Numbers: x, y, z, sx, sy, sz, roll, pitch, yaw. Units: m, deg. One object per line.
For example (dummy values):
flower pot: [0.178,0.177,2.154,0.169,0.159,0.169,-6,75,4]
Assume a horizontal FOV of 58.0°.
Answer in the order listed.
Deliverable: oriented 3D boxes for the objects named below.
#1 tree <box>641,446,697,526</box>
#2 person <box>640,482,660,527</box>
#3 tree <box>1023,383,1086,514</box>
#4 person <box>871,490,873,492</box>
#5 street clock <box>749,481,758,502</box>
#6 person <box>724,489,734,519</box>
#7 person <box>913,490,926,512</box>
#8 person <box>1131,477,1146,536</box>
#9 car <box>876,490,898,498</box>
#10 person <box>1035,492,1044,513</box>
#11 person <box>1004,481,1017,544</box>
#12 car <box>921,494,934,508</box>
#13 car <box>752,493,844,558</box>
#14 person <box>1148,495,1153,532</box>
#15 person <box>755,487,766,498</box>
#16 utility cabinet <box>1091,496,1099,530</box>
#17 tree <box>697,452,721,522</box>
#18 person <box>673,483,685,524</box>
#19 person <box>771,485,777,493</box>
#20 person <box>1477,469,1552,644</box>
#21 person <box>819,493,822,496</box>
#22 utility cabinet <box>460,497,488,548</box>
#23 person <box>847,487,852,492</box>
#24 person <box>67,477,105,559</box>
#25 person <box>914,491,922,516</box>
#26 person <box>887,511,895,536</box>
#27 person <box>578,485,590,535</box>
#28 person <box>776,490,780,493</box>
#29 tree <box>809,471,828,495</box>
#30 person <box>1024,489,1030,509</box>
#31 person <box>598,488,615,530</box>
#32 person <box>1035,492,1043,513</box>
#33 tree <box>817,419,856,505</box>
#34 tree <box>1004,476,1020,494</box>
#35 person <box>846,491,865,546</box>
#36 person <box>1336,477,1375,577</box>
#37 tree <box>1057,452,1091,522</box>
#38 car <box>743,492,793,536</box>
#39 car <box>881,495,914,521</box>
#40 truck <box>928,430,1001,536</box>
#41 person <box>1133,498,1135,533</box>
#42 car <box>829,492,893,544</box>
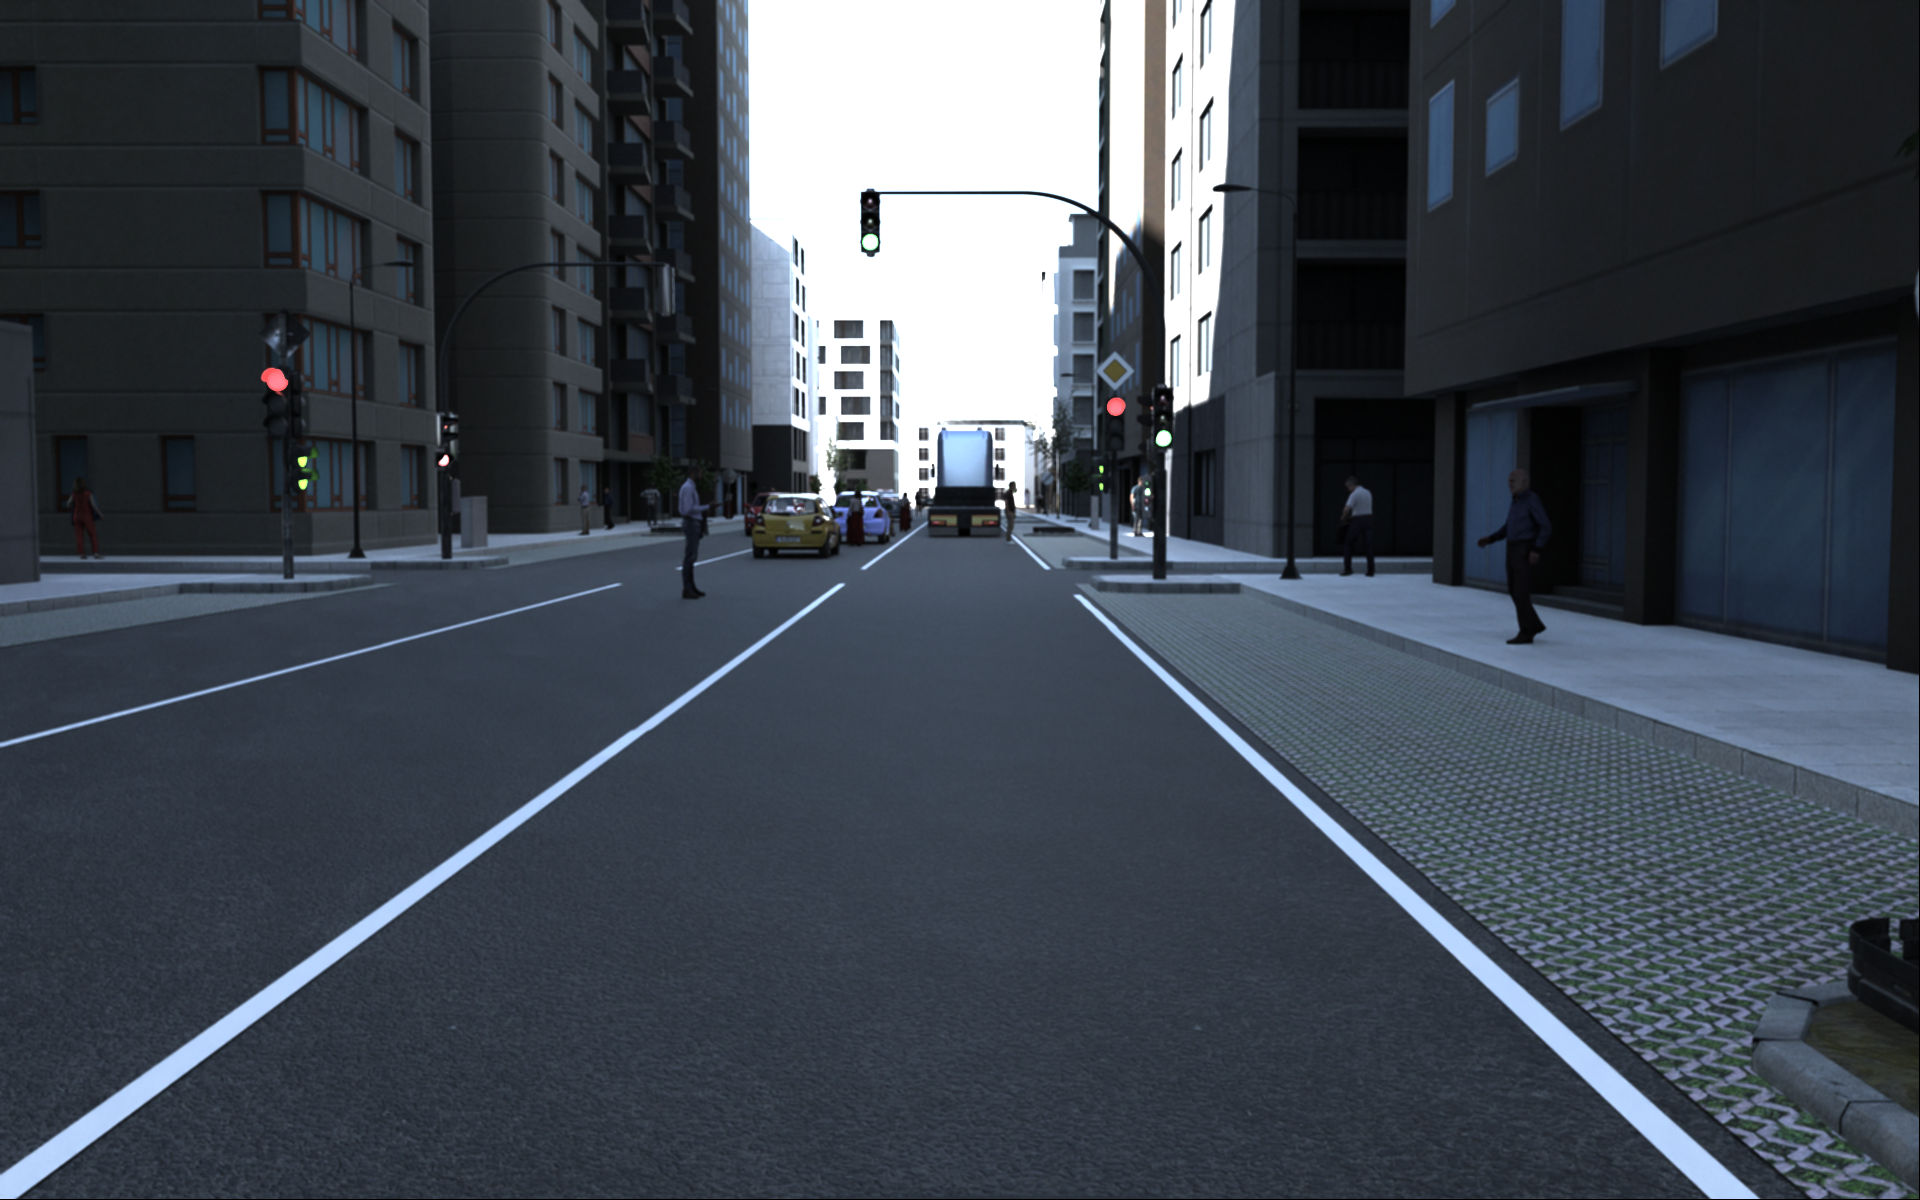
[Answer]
tree: [-11.950,-4.636,70.406,1.663,3.219,1.824,0,3,0]
person: [-11.925,-3.684,66.996,0.841,1.734,0.376,2,4,26]
tree: [6.439,-9.993,113.754,4.360,8.622,3.978,0,3,0]
person: [-9.277,-10.647,182.586,1.348,1.823,0.705,-2,4,-24]
street clock: [-11.709,-5.718,98.053,0.471,2.002,0.358,-3,5,-45]
person: [-11.831,-4.903,88.679,0.387,1.526,0.523,3,5,44]
person: [-3.323,-8.111,141.906,1.217,1.735,0.721,-1,4,-20]
person: [5.485,-2.850,52.762,0.598,1.807,0.434,-2,4,-25]
car: [-6.513,-8.640,149.944,2.281,1.827,5.304,0,4,-2]
person: [5.384,-6.659,118.144,0.599,1.433,0.991,3,4,39]
person: [1.470,-2.508,49.636,0.434,1.807,0.598,2,4,28]
car: [-2.999,-10.071,174.446,2.009,1.686,4.222,0,4,-1]
car: [-3.745,-1.826,40.079,2.015,1.641,3.980,0,4,1]
person: [6.654,-3.015,59.240,0.340,1.345,0.435,2,4,23]
person: [-8.666,-4.080,75.929,0.376,1.734,0.841,-2,4,-29]
utility cabinet: [4.887,-3.148,62.638,0.306,1.237,1.020,0,4,5]
tree: [-11.973,-5.247,80.388,1.663,3.219,1.824,0,3,0]
person: [-11.903,-4.149,74.409,0.617,1.759,0.750,2,4,34]
person: [-7.110,-3.430,65.034,0.568,1.767,0.683,2,4,27]
person: [4.768,-0.379,14.930,0.600,1.496,0.574,1,4,15]
person: [-13.641,-9.758,168.825,0.421,1.427,0.697,0,4,7]
utility cabinet: [-11.632,-1.852,41.439,0.306,1.237,1.020,0,4,5]
person: [-4.776,-4.026,75.040,0.841,1.734,0.376,0,4,-3]
person: [-17.265,-1.618,34.196,0.593,1.614,0.444,1,4,19]
person: [-2.782,-6.405,114.693,0.415,1.643,0.593,3,4,36]
person: [-2.368,-2.581,58.625,0.347,0.859,0.695,-1,4,-8]
person: [-11.803,-2.827,54.330,0.319,1.574,0.516,1,4,15]
person: [-7.470,-3.694,70.595,0.593,1.614,0.444,0,4,-5]
tree: [-11.928,-9.247,145.785,1.663,3.219,1.824,0,3,0]
person: [5.934,-8.947,152.997,0.551,1.740,0.621,1,4,16]
person: [-12.825,-3.302,62.732,0.600,1.496,0.574,0,4,-8]
person: [5.182,-6.441,114.546,0.628,1.438,0.799,0,4,-7]
tree: [-12.636,-13.521,171.423,4.737,8.622,4.395,0,3,0]
tree: [5.682,-11.401,181.014,1.663,3.219,1.824,0,3,0]
person: [-2.869,-2.244,47.652,0.523,1.526,0.387,-1,4,-23]
person: [6.170,-1.147,27.015,0.614,1.554,0.590,-3,4,-38]
tree: [5.259,-5.230,80.113,1.663,3.219,1.824,0,3,0]
car: [-6.452,-3.152,60.578,2.155,1.783,4.494,0,3,0]
car: [-3.445,-4.822,90.846,2.014,1.417,4.499,0,4,1]
truck: [0.185,-4.711,66.791,2.967,4.110,18.799,0,4,0]
person: [5.901,-2.926,57.794,0.340,1.345,0.435,-1,4,-9]
car: [-2.953,-2.526,50.891,1.945,1.707,3.694,0,3,0]
